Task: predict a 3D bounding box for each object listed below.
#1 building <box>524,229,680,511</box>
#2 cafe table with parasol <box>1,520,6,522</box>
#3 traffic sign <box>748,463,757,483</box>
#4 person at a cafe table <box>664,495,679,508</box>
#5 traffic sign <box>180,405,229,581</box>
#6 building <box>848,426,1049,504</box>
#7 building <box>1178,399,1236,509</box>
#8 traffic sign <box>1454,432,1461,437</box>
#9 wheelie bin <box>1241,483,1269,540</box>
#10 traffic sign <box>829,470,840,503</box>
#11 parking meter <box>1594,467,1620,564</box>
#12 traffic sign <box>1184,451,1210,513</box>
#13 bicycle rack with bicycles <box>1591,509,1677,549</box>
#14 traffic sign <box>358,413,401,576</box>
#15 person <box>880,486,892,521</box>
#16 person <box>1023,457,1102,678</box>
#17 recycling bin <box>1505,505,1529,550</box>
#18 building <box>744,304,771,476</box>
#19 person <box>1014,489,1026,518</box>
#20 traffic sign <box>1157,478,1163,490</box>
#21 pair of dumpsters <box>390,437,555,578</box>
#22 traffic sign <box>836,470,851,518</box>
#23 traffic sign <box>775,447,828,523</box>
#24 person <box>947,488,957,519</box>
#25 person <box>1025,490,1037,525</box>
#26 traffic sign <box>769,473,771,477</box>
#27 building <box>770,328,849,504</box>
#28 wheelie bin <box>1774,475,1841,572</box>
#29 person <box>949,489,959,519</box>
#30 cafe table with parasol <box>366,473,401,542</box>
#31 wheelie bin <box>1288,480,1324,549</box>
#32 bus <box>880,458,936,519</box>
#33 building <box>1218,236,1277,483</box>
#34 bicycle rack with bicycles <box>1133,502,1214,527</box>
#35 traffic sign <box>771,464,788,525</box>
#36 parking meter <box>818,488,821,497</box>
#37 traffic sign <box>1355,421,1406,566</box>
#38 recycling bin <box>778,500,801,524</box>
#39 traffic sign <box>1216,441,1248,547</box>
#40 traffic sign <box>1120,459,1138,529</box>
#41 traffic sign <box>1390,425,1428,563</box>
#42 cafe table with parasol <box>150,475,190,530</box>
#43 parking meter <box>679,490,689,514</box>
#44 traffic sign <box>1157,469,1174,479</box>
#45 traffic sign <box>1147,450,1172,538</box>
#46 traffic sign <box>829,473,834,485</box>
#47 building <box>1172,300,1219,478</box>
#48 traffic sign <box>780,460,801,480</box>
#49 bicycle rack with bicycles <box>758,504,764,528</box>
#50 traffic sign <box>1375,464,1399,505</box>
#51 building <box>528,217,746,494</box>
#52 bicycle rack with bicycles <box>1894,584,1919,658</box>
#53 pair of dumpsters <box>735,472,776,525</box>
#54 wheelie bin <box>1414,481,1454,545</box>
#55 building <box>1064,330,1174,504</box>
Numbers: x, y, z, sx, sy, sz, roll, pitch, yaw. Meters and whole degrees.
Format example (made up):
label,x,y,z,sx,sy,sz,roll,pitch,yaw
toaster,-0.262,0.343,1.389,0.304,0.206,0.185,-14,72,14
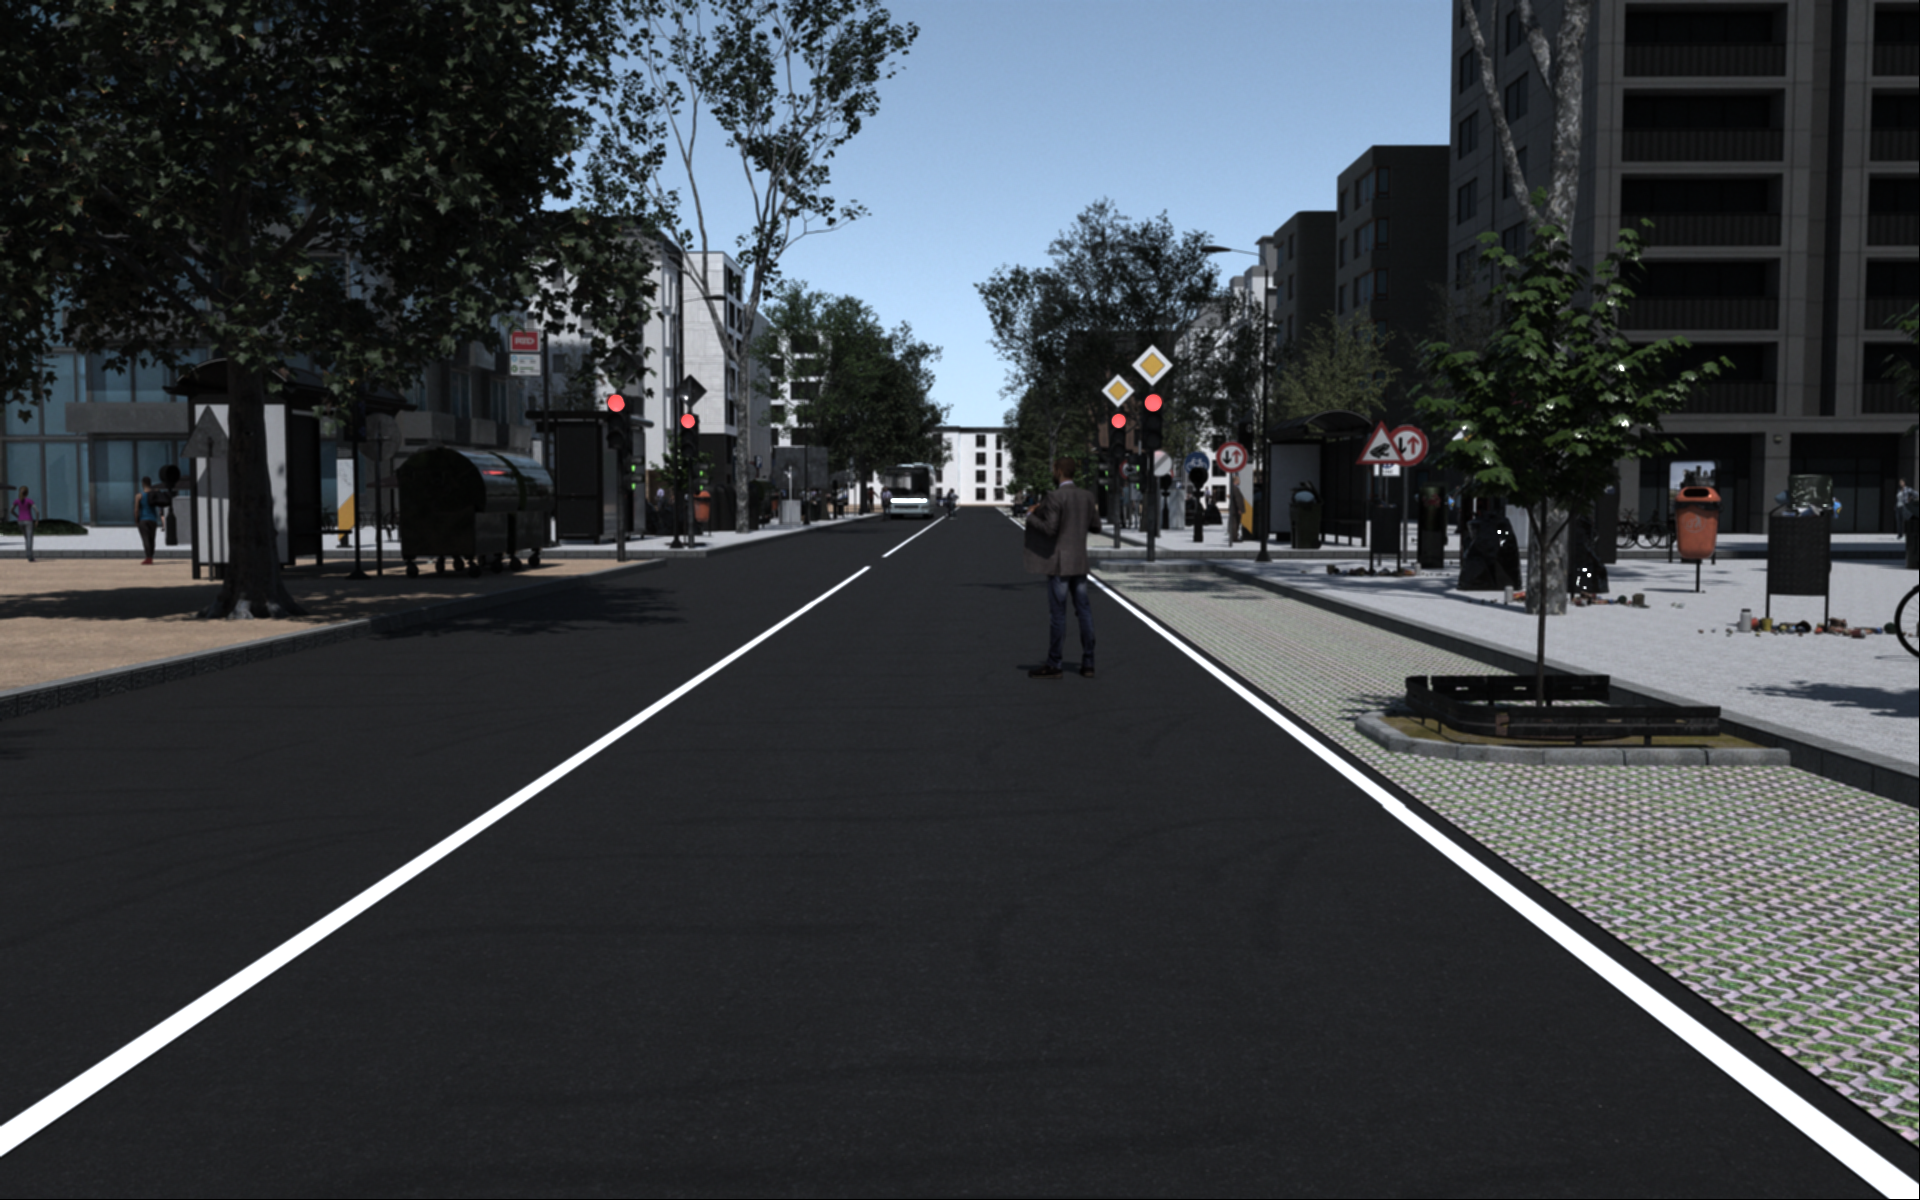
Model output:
label,x,y,z,sx,sy,sz,roll,pitch,yaw
building,-28.040,-16.240,121.949,16.016,20.091,11.380,0,4,1
cafe table with parasol,-35.707,-3.556,63.011,2.610,1.966,2.610,0,4,5
traffic sign,-8.728,-4.350,71.231,0.768,2.556,0.104,0,4,4
person at a cafe table,-13.215,-4.319,81.481,1.726,1.238,1.698,3,5,41
traffic sign,-11.005,-1.553,25.387,0.884,2.594,0.081,0,4,3
building,-0.065,-16.904,218.532,28.070,9.664,9.099,0,4,1
building,25.208,-12.872,152.610,9.099,9.664,28.070,0,4,1
traffic sign,8.618,-1.785,28.912,0.795,2.593,0.064,1,4,10
wheelie bin,8.248,-2.479,48.439,0.980,1.594,0.693,3,5,44
traffic sign,-6.740,-5.775,94.428,0.884,2.594,0.081,0,4,4
parking meter,11.879,-1.595,31.793,0.399,1.863,0.255,1,4,8
traffic sign,7.054,-3.154,51.669,0.768,2.556,0.104,0,4,7
bicycle rack with bicycles,16.174,-1.698,41.144,2.925,0.926,2.852,2,4,32
traffic sign,-9.137,-1.657,27.193,0.768,2.556,0.104,1,4,9
person,-3.934,-5.060,91.094,0.709,1.838,0.599,2,4,30
person,0.795,-0.260,13.577,0.655,1.722,0.431,-2,4,-35
recycling bin,13.215,-1.701,40.365,0.722,1.027,0.722,-2,4,-28
building,-35.269,-18.555,169.836,31.486,18.905,16.747,0,4,1
person,3.542,-5.655,101.486,0.617,1.759,0.750,2,4,24
traffic sign,10.217,-5.345,87.402,0.884,2.594,0.081,0,4,8
pair of dumpsters,-7.910,-1.580,28.327,1.574,2.255,4.437,0,4,1
traffic sign,-6.238,-5.658,92.610,0.768,2.556,0.104,0,4,6
traffic sign,-6.813,-4.933,74.529,2.265,3.308,0.079,0,4,2
person,-0.472,-5.642,101.196,0.568,1.767,0.683,0,4,-8
person,3.199,-4.200,79.032,0.647,1.594,0.662,2,4,32
traffic sign,-10.522,-6.018,98.504,0.768,2.556,0.104,0,4,6
building,-30.323,-23.460,227.544,32.646,21.610,27.936,0,4,1
wheelie bin,13.846,-1.250,28.341,0.980,1.594,0.693,1,4,17
person,-0.397,-5.491,99.006,0.376,1.734,0.841,2,4,33
cafe table with parasol,-14.695,-2.529,46.216,2.610,1.966,2.610,-3,5,-43
wheelie bin,8.027,-1.979,40.268,0.693,1.594,0.980,-1,4,-9
bus,-2.870,-6.515,101.382,2.948,3.499,13.247,0,4,1
building,28.765,-16.890,132.563,16.016,20.091,11.380,0,4,1
bicycle rack with bicycles,8.614,-3.420,69.295,2.925,0.926,2.852,1,4,11
traffic sign,-7.552,-4.450,72.858,0.768,2.556,0.104,0,4,2
parking meter,-8.140,-5.874,101.743,0.399,1.863,0.255,2,4,30
traffic sign,7.485,-1.886,30.841,0.884,2.594,0.081,1,4,9
recycling bin,-7.245,-3.737,73.655,0.722,1.027,0.722,-3,4,-39
traffic sign,6.533,-2.545,41.716,0.768,2.556,0.104,0,4,1
traffic sign,6.158,-3.838,62.860,0.768,2.556,0.104,0,4,7
traffic sign,8.224,-1.948,31.952,0.768,2.556,0.104,0,4,7
cafe table with parasol,-27.940,-3.530,62.577,2.610,1.966,2.610,-2,4,-24
parking meter,-8.843,-2.888,55.626,0.372,1.533,0.369,0,3,0
traffic sign,9.380,-4.837,79.193,0.768,2.556,0.104,0,4,4
traffic sign,5.793,-3.079,50.439,0.768,2.556,0.104,0,4,7
traffic sign,-7.442,-6.294,103.005,0.768,2.556,0.104,0,4,6
building,29.397,-19.298,171.935,16.016,20.091,11.380,0,4,1
traffic sign,-6.491,-4.065,66.191,0.795,2.593,0.064,0,4,1
bicycle rack with bicycles,-8.507,-3.209,65.843,2.852,0.926,2.925,0,4,-5
traffic sign,10.069,-2.372,40.906,0.606,2.300,0.079,0,4,6
building,-33.833,-18.357,144.108,27.936,21.610,32.646,0,4,1
bicycle rack with bicycles,8.354,0.058,12.427,2.925,0.926,2.852,2,4,34
pair of dumpsters,-8.964,-4.426,74.867,1.574,2.255,4.437,0,4,1
wheelie bin,11.905,-2.176,43.484,0.980,1.594,0.693,1,4,18
building,30.504,-23.410,226.723,32.646,21.610,27.936,0,4,1
